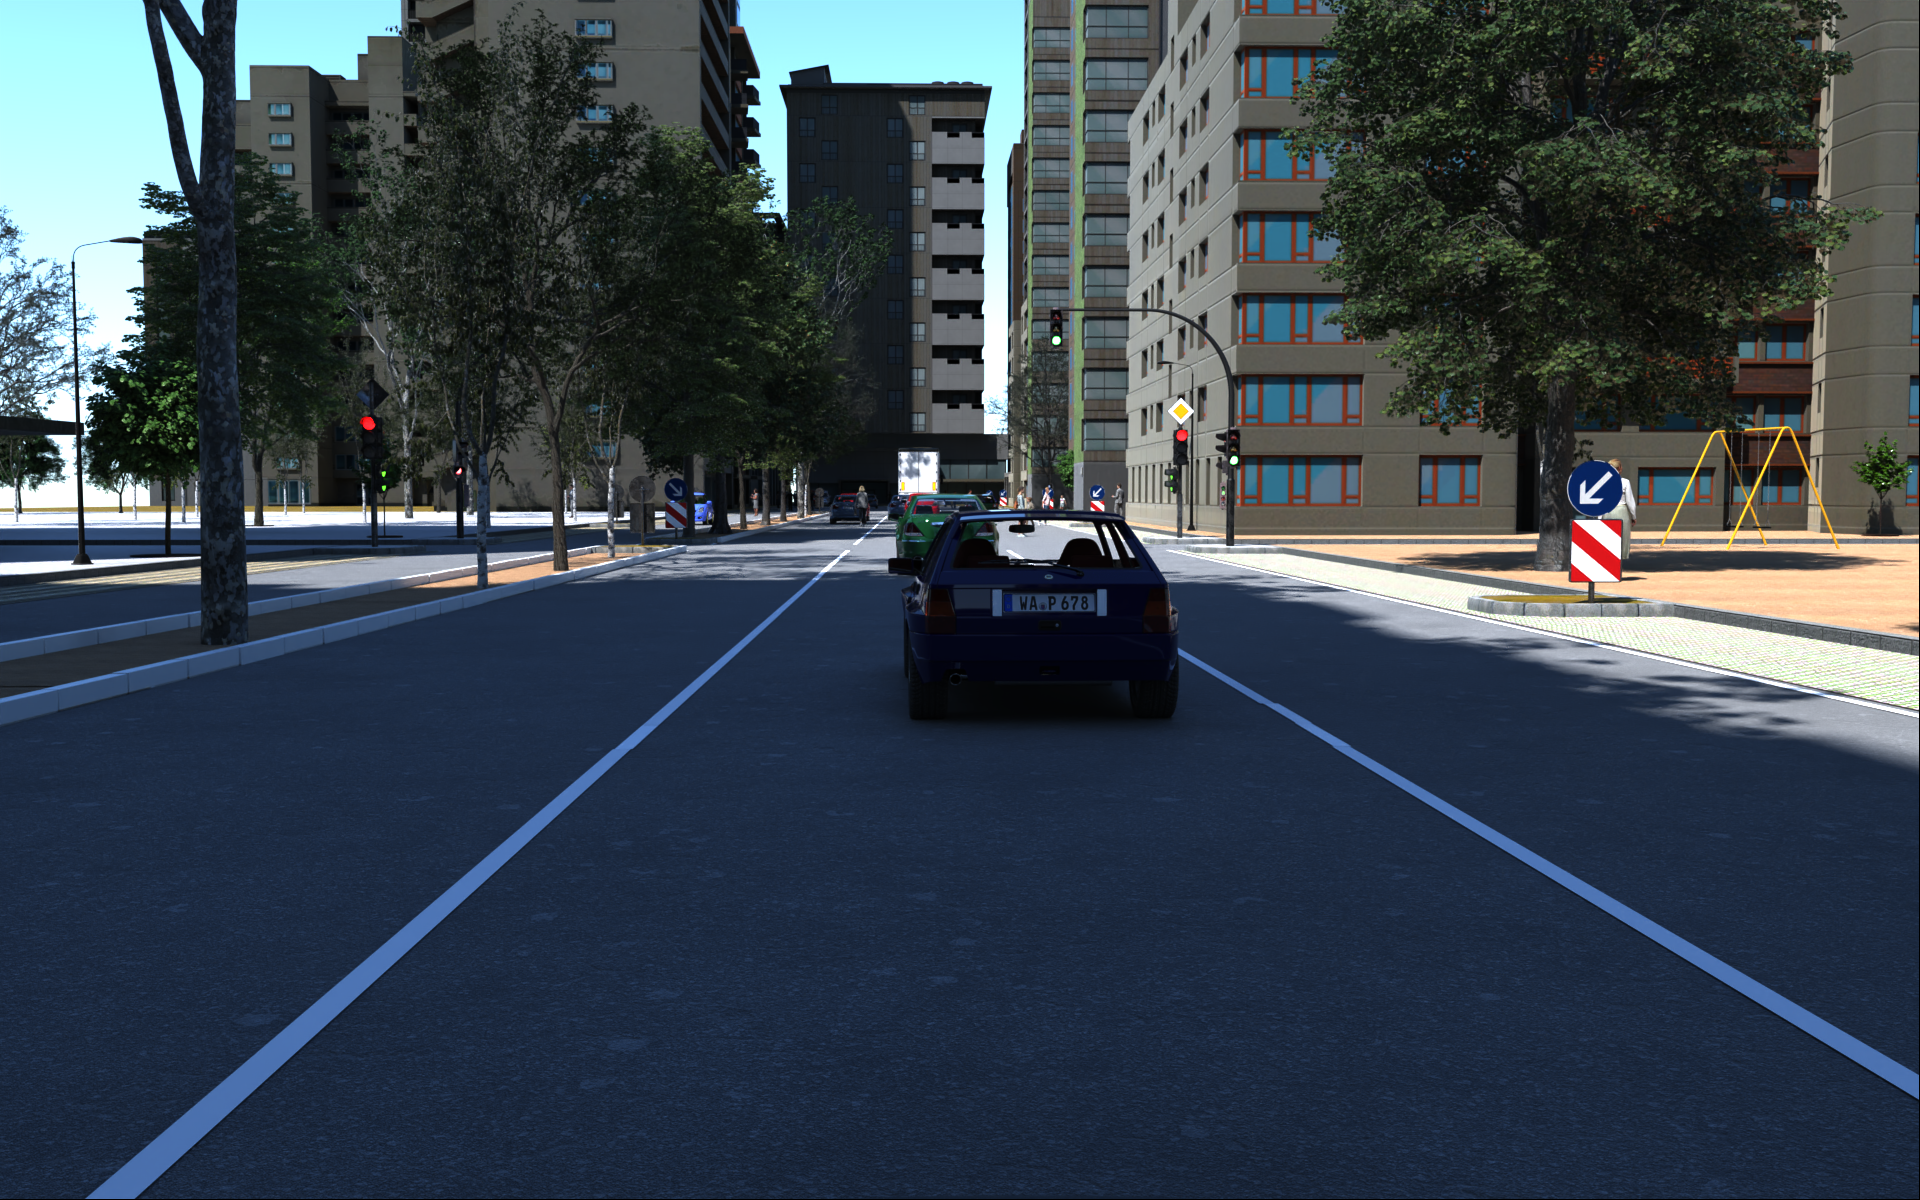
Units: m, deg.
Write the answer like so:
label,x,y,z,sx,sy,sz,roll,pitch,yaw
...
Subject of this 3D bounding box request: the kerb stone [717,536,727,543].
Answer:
label,x,y,z,sx,sy,sz,roll,pitch,yaw
kerb stone,-7.102,-1.785,51.379,0.120,0.150,1.000,0,4,-2

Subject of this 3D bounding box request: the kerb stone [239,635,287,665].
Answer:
label,x,y,z,sx,sy,sz,roll,pitch,yaw
kerb stone,-6.089,0.441,14.989,0.120,0.150,1.000,0,4,-2

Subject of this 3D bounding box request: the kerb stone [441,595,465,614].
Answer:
label,x,y,z,sx,sy,sz,roll,pitch,yaw
kerb stone,-6.265,0.064,21.151,0.120,0.150,1.000,0,4,-2

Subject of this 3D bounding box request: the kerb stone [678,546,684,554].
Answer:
label,x,y,z,sx,sy,sz,roll,pitch,yaw
kerb stone,-6.834,-1.190,41.653,0.120,0.150,1.000,0,4,-2

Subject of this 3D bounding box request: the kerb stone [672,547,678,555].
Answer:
label,x,y,z,sx,sy,sz,roll,pitch,yaw
kerb stone,-6.805,-1.127,40.625,0.120,0.150,1.000,0,4,-2

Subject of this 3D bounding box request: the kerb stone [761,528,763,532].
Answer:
label,x,y,z,sx,sy,sz,roll,pitch,yaw
kerb stone,-7.438,-2.537,63.676,0.120,0.150,1.000,0,4,-2

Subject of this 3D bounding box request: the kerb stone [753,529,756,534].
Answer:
label,x,y,z,sx,sy,sz,roll,pitch,yaw
kerb stone,-7.349,-2.349,60.600,0.120,0.150,1.000,0,4,-2

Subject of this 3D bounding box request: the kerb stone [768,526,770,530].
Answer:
label,x,y,z,sx,sy,sz,roll,pitch,yaw
kerb stone,-7.527,-2.717,66.757,0.120,0.150,1.000,0,4,-2

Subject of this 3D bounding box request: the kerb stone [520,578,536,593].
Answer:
label,x,y,z,sx,sy,sz,roll,pitch,yaw
kerb stone,-6.388,-0.186,25.243,0.120,0.150,1.000,0,4,-2

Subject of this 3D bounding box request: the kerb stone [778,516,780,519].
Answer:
label,x,y,z,sx,sy,sz,roll,pitch,yaw
kerb stone,-10.498,-4.662,98.461,0.120,0.150,1.000,0,4,-2

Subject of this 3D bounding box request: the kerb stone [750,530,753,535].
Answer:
label,x,y,z,sx,sy,sz,roll,pitch,yaw
kerb stone,-7.321,-2.286,59.577,0.120,0.150,1.000,0,4,-2

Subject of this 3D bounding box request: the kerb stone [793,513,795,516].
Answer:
label,x,y,z,sx,sy,sz,roll,pitch,yaw
kerb stone,-10.879,-5.480,111.800,0.120,0.150,1.000,0,4,-2

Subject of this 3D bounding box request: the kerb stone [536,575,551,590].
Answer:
label,x,y,z,sx,sy,sz,roll,pitch,yaw
kerb stone,-6.405,-0.249,26.271,0.120,0.150,1.000,0,4,-2

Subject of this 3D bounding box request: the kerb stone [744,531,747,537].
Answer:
label,x,y,z,sx,sy,sz,roll,pitch,yaw
kerb stone,-7.271,-2.161,57.528,0.120,0.150,1.000,0,4,-2

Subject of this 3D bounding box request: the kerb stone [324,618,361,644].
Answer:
label,x,y,z,sx,sy,sz,roll,pitch,yaw
kerb stone,-6.149,0.315,17.053,0.120,0.150,1.000,0,4,-2

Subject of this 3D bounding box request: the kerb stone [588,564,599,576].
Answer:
label,x,y,z,sx,sy,sz,roll,pitch,yaw
kerb stone,-6.523,-0.500,30.364,0.120,0.150,1.000,0,4,-2

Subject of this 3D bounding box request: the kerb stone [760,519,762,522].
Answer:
label,x,y,z,sx,sy,sz,roll,pitch,yaw
kerb stone,-10.188,-3.964,87.194,0.120,0.150,1.000,0,4,-2

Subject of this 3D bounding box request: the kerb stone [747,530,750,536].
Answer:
label,x,y,z,sx,sy,sz,roll,pitch,yaw
kerb stone,-7.295,-2.220,58.555,0.120,0.150,1.000,0,4,-2

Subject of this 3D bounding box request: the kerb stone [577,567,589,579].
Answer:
label,x,y,z,sx,sy,sz,roll,pitch,yaw
kerb stone,-6.487,-0.437,29.343,0.120,0.150,1.000,0,4,-2

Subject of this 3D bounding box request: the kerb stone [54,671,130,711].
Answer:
label,x,y,z,sx,sy,sz,roll,pitch,yaw
kerb stone,-6.011,0.634,11.909,0.120,0.150,1.000,0,4,-2

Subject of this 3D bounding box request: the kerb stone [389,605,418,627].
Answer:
label,x,y,z,sx,sy,sz,roll,pitch,yaw
kerb stone,-6.211,0.190,19.096,0.120,0.150,1.000,0,4,-2

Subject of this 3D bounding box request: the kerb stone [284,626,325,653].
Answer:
label,x,y,z,sx,sy,sz,roll,pitch,yaw
kerb stone,-6.123,0.378,16.014,0.120,0.150,1.000,0,4,-2

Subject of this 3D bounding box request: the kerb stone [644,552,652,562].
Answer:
label,x,y,z,sx,sy,sz,roll,pitch,yaw
kerb stone,-6.690,-0.873,36.513,0.120,0.150,1.000,0,4,-2

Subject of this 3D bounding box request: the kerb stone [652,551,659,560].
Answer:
label,x,y,z,sx,sy,sz,roll,pitch,yaw
kerb stone,-6.718,-0.938,37.538,0.120,0.150,1.000,0,4,-2

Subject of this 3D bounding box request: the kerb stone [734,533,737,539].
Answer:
label,x,y,z,sx,sy,sz,roll,pitch,yaw
kerb stone,-7.187,-1.973,54.460,0.120,0.150,1.000,0,4,-2

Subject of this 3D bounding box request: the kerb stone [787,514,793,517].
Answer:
label,x,y,z,sx,sy,sz,roll,pitch,yaw
kerb stone,-10.815,-5.354,109.739,0.120,0.150,1.000,0,4,-2

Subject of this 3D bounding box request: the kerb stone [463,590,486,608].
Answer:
label,x,y,z,sx,sy,sz,roll,pitch,yaw
kerb stone,-6.289,0.001,22.174,0.120,0.150,1.000,0,4,-2

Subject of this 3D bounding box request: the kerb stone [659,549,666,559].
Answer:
label,x,y,z,sx,sy,sz,roll,pitch,yaw
kerb stone,-6.743,-1.001,38.564,0.120,0.150,1.000,0,4,-2

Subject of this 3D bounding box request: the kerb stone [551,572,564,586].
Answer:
label,x,y,z,sx,sy,sz,roll,pitch,yaw
kerb stone,-6.435,-0.312,27.293,0.120,0.150,1.000,0,4,-2

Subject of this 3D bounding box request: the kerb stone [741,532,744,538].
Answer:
label,x,y,z,sx,sy,sz,roll,pitch,yaw
kerb stone,-7.246,-2.097,56.505,0.120,0.150,1.000,0,4,-2

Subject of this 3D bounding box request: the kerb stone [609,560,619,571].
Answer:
label,x,y,z,sx,sy,sz,roll,pitch,yaw
kerb stone,-6.579,-0.625,32.419,0.120,0.150,1.000,0,4,-2

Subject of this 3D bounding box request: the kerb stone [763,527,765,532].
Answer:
label,x,y,z,sx,sy,sz,roll,pitch,yaw
kerb stone,-7.474,-2.598,64.704,0.120,0.150,1.000,0,4,-2

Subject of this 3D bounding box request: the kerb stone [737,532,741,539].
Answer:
label,x,y,z,sx,sy,sz,roll,pitch,yaw
kerb stone,-7.216,-2.035,55.482,0.120,0.150,1.000,0,4,-2

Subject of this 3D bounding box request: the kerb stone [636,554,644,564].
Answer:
label,x,y,z,sx,sy,sz,roll,pitch,yaw
kerb stone,-6.660,-0.811,35.491,0.120,0.150,1.000,0,4,-2

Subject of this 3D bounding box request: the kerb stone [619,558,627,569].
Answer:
label,x,y,z,sx,sy,sz,roll,pitch,yaw
kerb stone,-6.615,-0.688,33.446,0.120,0.150,1.000,0,4,-2

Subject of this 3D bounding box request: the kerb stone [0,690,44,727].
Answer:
label,x,y,z,sx,sy,sz,roll,pitch,yaw
kerb stone,-5.976,0.696,10.885,0.120,0.150,1.000,0,4,-2

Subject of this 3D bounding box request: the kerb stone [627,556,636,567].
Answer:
label,x,y,z,sx,sy,sz,roll,pitch,yaw
kerb stone,-6.638,-0.748,34.470,0.120,0.150,1.000,0,4,-2

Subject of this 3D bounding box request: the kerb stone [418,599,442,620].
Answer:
label,x,y,z,sx,sy,sz,roll,pitch,yaw
kerb stone,-6.238,0.127,20.117,0.120,0.150,1.000,0,4,-2

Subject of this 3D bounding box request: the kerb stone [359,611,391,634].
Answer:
label,x,y,z,sx,sy,sz,roll,pitch,yaw
kerb stone,-6.180,0.252,18.074,0.120,0.150,1.000,0,4,-2

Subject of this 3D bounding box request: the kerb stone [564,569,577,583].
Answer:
label,x,y,z,sx,sy,sz,roll,pitch,yaw
kerb stone,-6.468,-0.370,28.320,0.120,0.150,1.000,0,4,-2

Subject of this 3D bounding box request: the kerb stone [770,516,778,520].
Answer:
label,x,y,z,sx,sy,sz,roll,pitch,yaw
kerb stone,-10.475,-4.601,97.437,0.120,0.150,1.000,0,4,-2

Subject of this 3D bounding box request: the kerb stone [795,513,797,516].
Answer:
label,x,y,z,sx,sy,sz,roll,pitch,yaw
kerb stone,-10.889,-5.543,112.823,0.120,0.150,1.000,0,4,-2

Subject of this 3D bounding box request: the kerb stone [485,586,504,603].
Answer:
label,x,y,z,sx,sy,sz,roll,pitch,yaw
kerb stone,-6.325,-0.061,23.196,0.120,0.150,1.000,0,4,-2

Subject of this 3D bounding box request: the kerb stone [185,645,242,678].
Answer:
label,x,y,z,sx,sy,sz,roll,pitch,yaw
kerb stone,-6.069,0.503,13.967,0.120,0.150,1.000,0,4,-2

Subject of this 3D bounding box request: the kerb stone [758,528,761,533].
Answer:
label,x,y,z,sx,sy,sz,roll,pitch,yaw
kerb stone,-7.408,-2.475,62.654,0.120,0.150,1.000,0,4,-2

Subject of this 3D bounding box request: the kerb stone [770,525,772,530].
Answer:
label,x,y,z,sx,sy,sz,roll,pitch,yaw
kerb stone,-7.561,-2.788,67.780,0.120,0.150,1.000,0,4,-2

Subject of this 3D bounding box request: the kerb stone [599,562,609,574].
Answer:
label,x,y,z,sx,sy,sz,roll,pitch,yaw
kerb stone,-6.548,-0.560,31.387,0.120,0.150,1.000,0,4,-2

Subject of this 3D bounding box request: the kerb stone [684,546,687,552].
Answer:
label,x,y,z,sx,sy,sz,roll,pitch,yaw
kerb stone,-6.860,-1.251,42.674,0.120,0.150,1.000,0,4,-2

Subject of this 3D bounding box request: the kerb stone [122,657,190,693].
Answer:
label,x,y,z,sx,sy,sz,roll,pitch,yaw
kerb stone,-6.039,0.567,12.930,0.120,0.150,1.000,0,4,-2

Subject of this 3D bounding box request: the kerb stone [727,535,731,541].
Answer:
label,x,y,z,sx,sy,sz,roll,pitch,yaw
kerb stone,-7.127,-1.847,52.401,0.120,0.150,1.000,0,4,-2

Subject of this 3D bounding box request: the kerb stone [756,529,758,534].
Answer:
label,x,y,z,sx,sy,sz,roll,pitch,yaw
kerb stone,-7.386,-2.409,61.629,0.120,0.150,1.000,0,4,-2

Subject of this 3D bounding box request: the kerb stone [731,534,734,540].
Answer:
label,x,y,z,sx,sy,sz,roll,pitch,yaw
kerb stone,-7.159,-1.910,53.432,0.120,0.150,1.000,0,4,-2

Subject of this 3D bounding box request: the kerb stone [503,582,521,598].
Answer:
label,x,y,z,sx,sy,sz,roll,pitch,yaw
kerb stone,-6.355,-0.122,24.217,0.120,0.150,1.000,0,4,-2

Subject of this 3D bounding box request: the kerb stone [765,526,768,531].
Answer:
label,x,y,z,sx,sy,sz,roll,pitch,yaw
kerb stone,-7.492,-2.662,65.726,0.120,0.150,1.000,0,4,-2

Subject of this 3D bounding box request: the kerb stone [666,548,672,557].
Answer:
label,x,y,z,sx,sy,sz,roll,pitch,yaw
kerb stone,-6.779,-1.064,39.593,0.120,0.150,1.000,0,4,-2
